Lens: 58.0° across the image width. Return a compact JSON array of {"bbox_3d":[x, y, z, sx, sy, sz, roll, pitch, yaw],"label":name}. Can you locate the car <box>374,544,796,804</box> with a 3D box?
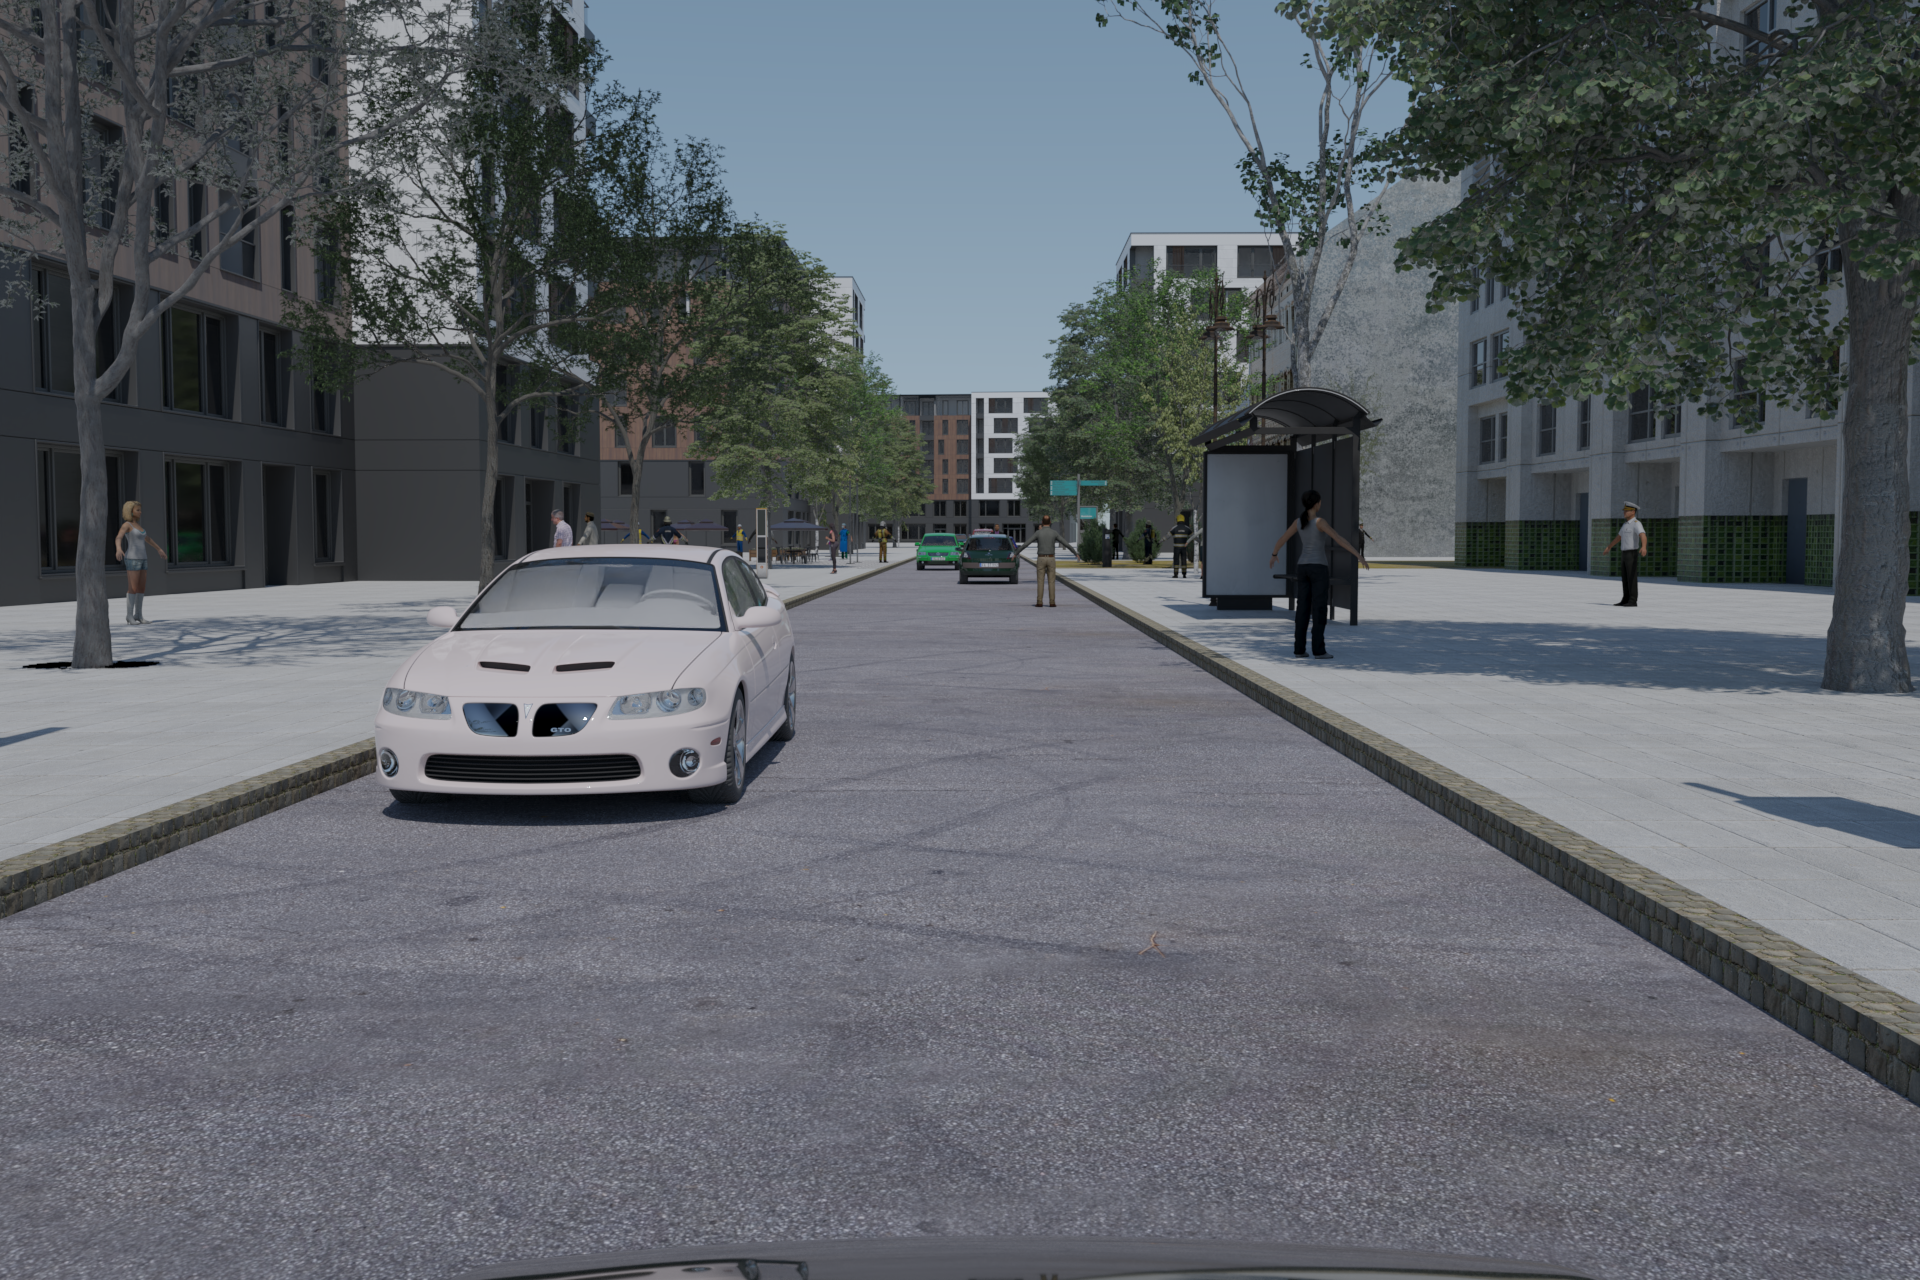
[{"bbox_3d":[-2.088,0.100,10.723,2.083,1.381,4.827,0,4,0],"label":"car"}]

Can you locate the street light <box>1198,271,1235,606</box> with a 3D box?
[{"bbox_3d":[4.524,-3.543,30.718,0.468,5.910,1.993,0,4,1],"label":"street light"}]

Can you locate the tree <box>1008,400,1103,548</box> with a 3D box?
[{"bbox_3d":[9.294,-15.456,159.364,9.857,13.997,8.962,0,3,0],"label":"tree"}]

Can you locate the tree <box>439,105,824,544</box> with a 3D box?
[{"bbox_3d":[-7.361,-6.361,38.416,8.767,10.594,7.601,0,4,-8],"label":"tree"}]

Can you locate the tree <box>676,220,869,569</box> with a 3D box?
[{"bbox_3d":[-6.918,-8.883,63.371,7.486,12.596,7.792,0,3,0],"label":"tree"}]

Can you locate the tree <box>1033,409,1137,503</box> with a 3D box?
[{"bbox_3d":[8.143,-10.783,110.719,7.601,10.594,8.767,1,4,14],"label":"tree"}]

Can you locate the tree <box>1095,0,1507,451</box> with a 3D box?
[{"bbox_3d":[9.488,-11.260,39.994,12.611,20.169,13.585,0,3,0],"label":"tree"}]

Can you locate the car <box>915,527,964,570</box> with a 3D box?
[{"bbox_3d":[-0.816,-3.716,69.547,1.959,1.807,4.718,0,4,1],"label":"car"}]

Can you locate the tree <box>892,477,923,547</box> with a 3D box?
[{"bbox_3d":[-5.780,-13.413,169.670,4.737,8.622,4.395,0,3,0],"label":"tree"}]

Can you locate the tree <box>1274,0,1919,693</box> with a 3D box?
[{"bbox_3d":[7.385,-6.561,13.923,9.857,13.997,8.962,0,3,0],"label":"tree"}]

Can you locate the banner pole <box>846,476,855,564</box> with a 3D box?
[{"bbox_3d":[-4.695,-5.152,74.250,0.401,3.779,0.863,0,4,0],"label":"banner pole"}]

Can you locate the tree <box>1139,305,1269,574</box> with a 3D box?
[{"bbox_3d":[7.635,-6.420,55.335,4.737,8.622,4.395,0,3,0],"label":"tree"}]

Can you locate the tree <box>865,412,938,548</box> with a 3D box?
[{"bbox_3d":[-5.879,-14.774,159.677,7.486,12.596,7.792,0,3,0],"label":"tree"}]

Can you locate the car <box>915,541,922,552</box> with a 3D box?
[{"bbox_3d":[-1.242,-4.445,85.263,1.945,1.354,3.894,0,4,1],"label":"car"}]

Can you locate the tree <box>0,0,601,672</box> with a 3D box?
[{"bbox_3d":[-8.204,-6.479,16.302,12.009,13.543,11.850,0,3,0],"label":"tree"}]

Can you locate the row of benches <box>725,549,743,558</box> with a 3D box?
[{"bbox_3d":[-10.110,-3.307,69.538,1.422,0.672,4.104,2,4,26],"label":"row of benches"}]

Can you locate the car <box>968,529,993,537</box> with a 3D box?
[{"bbox_3d":[1.736,-7.424,130.057,2.281,1.827,5.304,0,4,1],"label":"car"}]

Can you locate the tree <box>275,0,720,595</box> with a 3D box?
[{"bbox_3d":[-7.412,-5.721,27.948,7.601,10.594,8.767,-1,4,-14],"label":"tree"}]

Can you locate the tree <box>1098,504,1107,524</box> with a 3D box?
[{"bbox_3d":[21.420,-18.908,259.513,4.360,8.622,3.978,0,3,0],"label":"tree"}]

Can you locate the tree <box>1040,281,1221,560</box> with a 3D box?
[{"bbox_3d":[8.351,-10.965,85.930,9.857,13.997,8.962,0,3,0],"label":"tree"}]

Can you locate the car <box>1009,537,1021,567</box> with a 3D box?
[{"bbox_3d":[1.706,-3.848,75.503,1.945,1.354,3.894,0,4,0],"label":"car"}]

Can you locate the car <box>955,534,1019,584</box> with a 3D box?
[{"bbox_3d":[0.843,-2.506,50.765,2.009,1.686,4.222,0,4,1],"label":"car"}]

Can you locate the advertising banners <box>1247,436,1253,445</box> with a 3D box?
[{"bbox_3d":[4.995,-2.111,30.708,0.090,3.025,2.074,0,4,1],"label":"advertising banners"}]

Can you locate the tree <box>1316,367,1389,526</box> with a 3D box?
[{"bbox_3d":[17.276,-7.661,75.622,4.360,8.622,3.978,0,3,0],"label":"tree"}]

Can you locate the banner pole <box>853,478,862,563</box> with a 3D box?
[{"bbox_3d":[-4.617,-5.385,78.062,0.401,3.779,0.863,0,3,0],"label":"banner pole"}]

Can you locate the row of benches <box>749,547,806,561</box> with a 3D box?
[{"bbox_3d":[-8.682,-4.137,83.105,1.422,0.672,4.104,2,4,28],"label":"row of benches"}]

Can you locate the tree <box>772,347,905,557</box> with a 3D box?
[{"bbox_3d":[-6.915,-10.445,96.525,9.928,11.665,9.643,0,3,0],"label":"tree"}]

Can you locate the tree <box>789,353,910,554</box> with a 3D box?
[{"bbox_3d":[-6.998,-11.685,109.183,7.486,12.596,7.792,0,3,0],"label":"tree"}]

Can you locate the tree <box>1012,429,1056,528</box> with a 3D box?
[{"bbox_3d":[8.882,-14.871,168.900,9.928,11.665,9.643,0,3,0],"label":"tree"}]

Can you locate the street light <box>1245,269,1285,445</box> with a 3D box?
[{"bbox_3d":[5.345,-3.531,30.522,0.468,5.910,1.993,0,4,0],"label":"street light"}]

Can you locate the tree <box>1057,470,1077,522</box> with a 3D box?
[{"bbox_3d":[8.710,-10.627,124.118,4.737,8.622,4.395,0,3,0],"label":"tree"}]

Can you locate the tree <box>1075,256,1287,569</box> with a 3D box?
[{"bbox_3d":[8.114,-8.454,63.977,9.928,11.665,9.643,0,3,0],"label":"tree"}]

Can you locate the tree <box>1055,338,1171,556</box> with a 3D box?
[{"bbox_3d":[8.967,-11.054,98.858,7.486,12.596,7.792,0,3,0],"label":"tree"}]

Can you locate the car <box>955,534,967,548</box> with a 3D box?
[{"bbox_3d":[-0.063,-9.383,163.205,2.009,1.686,4.222,0,4,1],"label":"car"}]

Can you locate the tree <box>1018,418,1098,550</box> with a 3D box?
[{"bbox_3d":[7.986,-12.446,137.899,7.601,10.594,8.767,1,4,8],"label":"tree"}]

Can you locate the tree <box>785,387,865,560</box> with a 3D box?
[{"bbox_3d":[-6.810,-8.246,85.188,4.737,8.622,4.395,0,3,0],"label":"tree"}]
